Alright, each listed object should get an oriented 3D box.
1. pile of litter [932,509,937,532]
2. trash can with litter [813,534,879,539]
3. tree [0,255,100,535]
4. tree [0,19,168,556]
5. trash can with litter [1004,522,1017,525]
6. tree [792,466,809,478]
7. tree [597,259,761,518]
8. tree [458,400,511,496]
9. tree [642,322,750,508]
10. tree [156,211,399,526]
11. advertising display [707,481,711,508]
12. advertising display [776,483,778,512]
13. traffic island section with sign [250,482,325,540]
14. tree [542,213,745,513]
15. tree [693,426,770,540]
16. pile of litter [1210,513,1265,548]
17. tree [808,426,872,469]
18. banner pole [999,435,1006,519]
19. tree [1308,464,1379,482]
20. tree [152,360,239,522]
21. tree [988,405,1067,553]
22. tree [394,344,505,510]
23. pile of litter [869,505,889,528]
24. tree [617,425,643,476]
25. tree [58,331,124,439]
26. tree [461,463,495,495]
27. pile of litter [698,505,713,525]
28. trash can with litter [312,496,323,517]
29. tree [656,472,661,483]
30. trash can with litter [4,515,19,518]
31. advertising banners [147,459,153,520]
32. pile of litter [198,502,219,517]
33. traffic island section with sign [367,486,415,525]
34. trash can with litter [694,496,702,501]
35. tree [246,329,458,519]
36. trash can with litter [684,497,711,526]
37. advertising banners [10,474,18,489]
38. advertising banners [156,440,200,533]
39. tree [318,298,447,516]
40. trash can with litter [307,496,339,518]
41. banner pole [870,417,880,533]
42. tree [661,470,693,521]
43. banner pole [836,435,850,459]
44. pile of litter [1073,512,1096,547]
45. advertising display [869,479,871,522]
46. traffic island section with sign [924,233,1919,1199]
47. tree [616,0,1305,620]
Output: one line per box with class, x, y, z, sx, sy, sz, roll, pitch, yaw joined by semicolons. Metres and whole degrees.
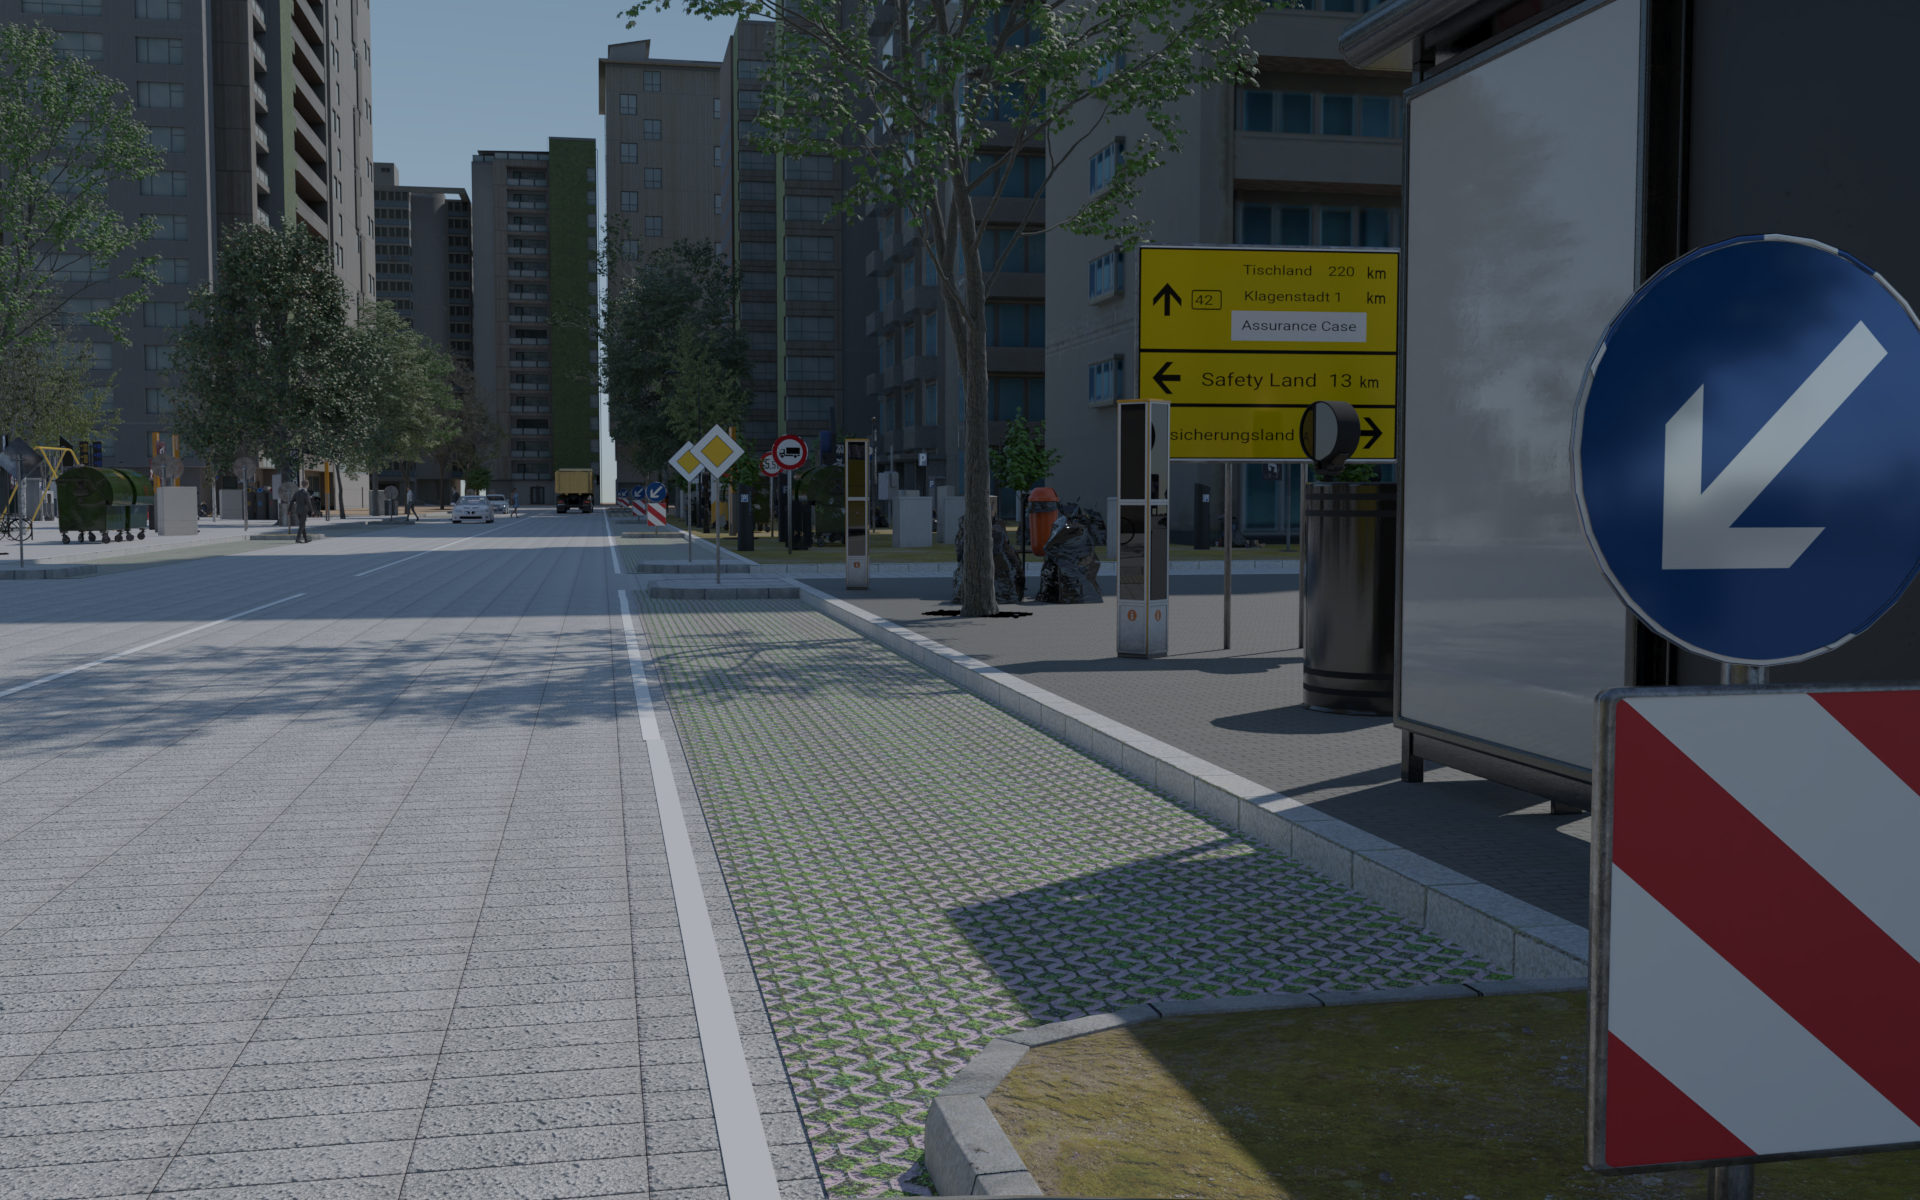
pile of litter;-0.777;-2.747;58.883;1.176;0.858;1.719;-1;4;-13
trash can with litter;-3.498;-2.379;49.957;2.233;1.210;1.678;0;4;3
tree;-29.259;-6.344;54.086;4.360;8.622;3.978;0;3;0
tree;-20.618;-6.750;36.113;9.928;11.665;9.643;0;3;0
trash can with litter;1.238;-3.705;71.634;2.233;1.210;1.678;1;4;9
tree;-9.419;-6.650;103.323;1.663;3.219;1.824;0;3;0
tree;-15.142;-11.442;93.731;9.857;13.997;8.962;0;3;0
tree;-46.421;-13.928;162.127;8.767;10.594;7.601;-1;4;-18
tree;-11.026;-7.509;73.133;4.737;8.622;4.395;0;3;0
tree;-27.735;-9.403;70.749;9.611;12.733;9.660;0;3;0
advertising display;-12.176;-4.986;86.732;0.974;1.923;0.123;-1;4;-22
advertising display;-10.198;-5.838;100.658;0.974;1.923;0.123;0;4;-1
traffic island section with sign;-21.099;-2.801;54.420;1.989;1.847;2.006;-1;4;-12
tree;-21.380;-16.047;118.261;12.611;20.169;13.585;0;3;0
tree;-6.372;-3.336;49.151;1.663;3.219;1.824;0;3;0
pile of litter;6.690;-1.708;41.889;1.176;0.858;1.719;-1;4;-12
tree;-5.730;-6.089;83.271;4.285;4.588;4.351;0;3;0
banner pole;1.943;-5.136;73.986;0.863;3.779;0.401;-1;4;-8
tree;8.805;-2.721;39.087;1.663;3.219;1.824;0;3;0
tree;-34.562;-7.896;79.460;4.360;8.622;3.978;0;3;0
tree;1.232;-2.650;37.930;1.663;3.219;1.824;0;3;0
tree;-42.436;-14.152;141.750;12.009;13.543;11.850;0;3;0
pile of litter;-3.433;-3.196;66.215;1.719;0.858;1.176;-2;4;-27
tree;-27.962;-12.428;153.556;4.737;8.622;4.395;0;3;0
tree;-40.783;-7.890;79.358;4.737;8.622;4.395;0;3;0
tree;-49.127;-11.799;176.623;4.285;4.588;4.351;0;3;0
pile of litter;-10.370;-3.486;70.966;1.176;0.858;1.719;3;5;39
trash can with litter;-35.772;-5.189;96.225;0.624;1.170;1.055;0;4;-6
tree;-23.460;-8.648;135.989;1.663;3.219;1.824;0;3;0
trash can with litter;-51.019;-5.105;94.525;2.233;1.210;1.678;-2;4;-34
advertising banners;-40.310;-5.488;85.911;0.090;3.025;2.074;-1;4;-8
pile of litter;-41.786;-5.041;96.386;1.176;0.858;1.719;0;4;5
traffic island section with sign;-26.670;-4.444;81.281;1.989;1.847;2.006;-1;4;-12
trash can with litter;-12.400;-4.523;85.014;2.233;1.210;1.678;0;4;-5
tree;-32.302;-9.506;89.835;7.601;10.594;8.767;3;4;38
trash can with litter;-10.438;-3.519;68.919;1.055;1.170;0.624;1;4;12
advertising banners;-49.167;-5.819;91.328;2.074;3.025;0.090;0;4;4
advertising banners;-25.436;-3.675;56.277;2.074;3.025;0.090;2;4;30
tree;-33.825;-11.160;100.592;7.486;12.596;7.792;0;3;0
trash can with litter;-34.728;-5.036;93.403;2.233;1.210;1.678;-1;4;-10
banner pole;-2.765;-4.052;56.260;0.401;3.779;0.863;-1;4;-12
tree;-12.657;-5.310;81.414;1.663;3.219;1.824;0;3;0
banner pole;-4.962;-5.111;73.576;0.863;3.779;0.401;0;4;0
pile of litter;2.613;-1.635;40.697;1.176;0.858;1.719;2;4;32
advertising display;-3.862;-4.169;73.370;0.123;1.923;0.974;0;4;1
traffic island section with sign;0.984;0.319;3.406;1.989;1.847;2.006;-1;4;-12
tree;0.028;-5.635;17.882;9.928;11.665;9.643;0;3;0
